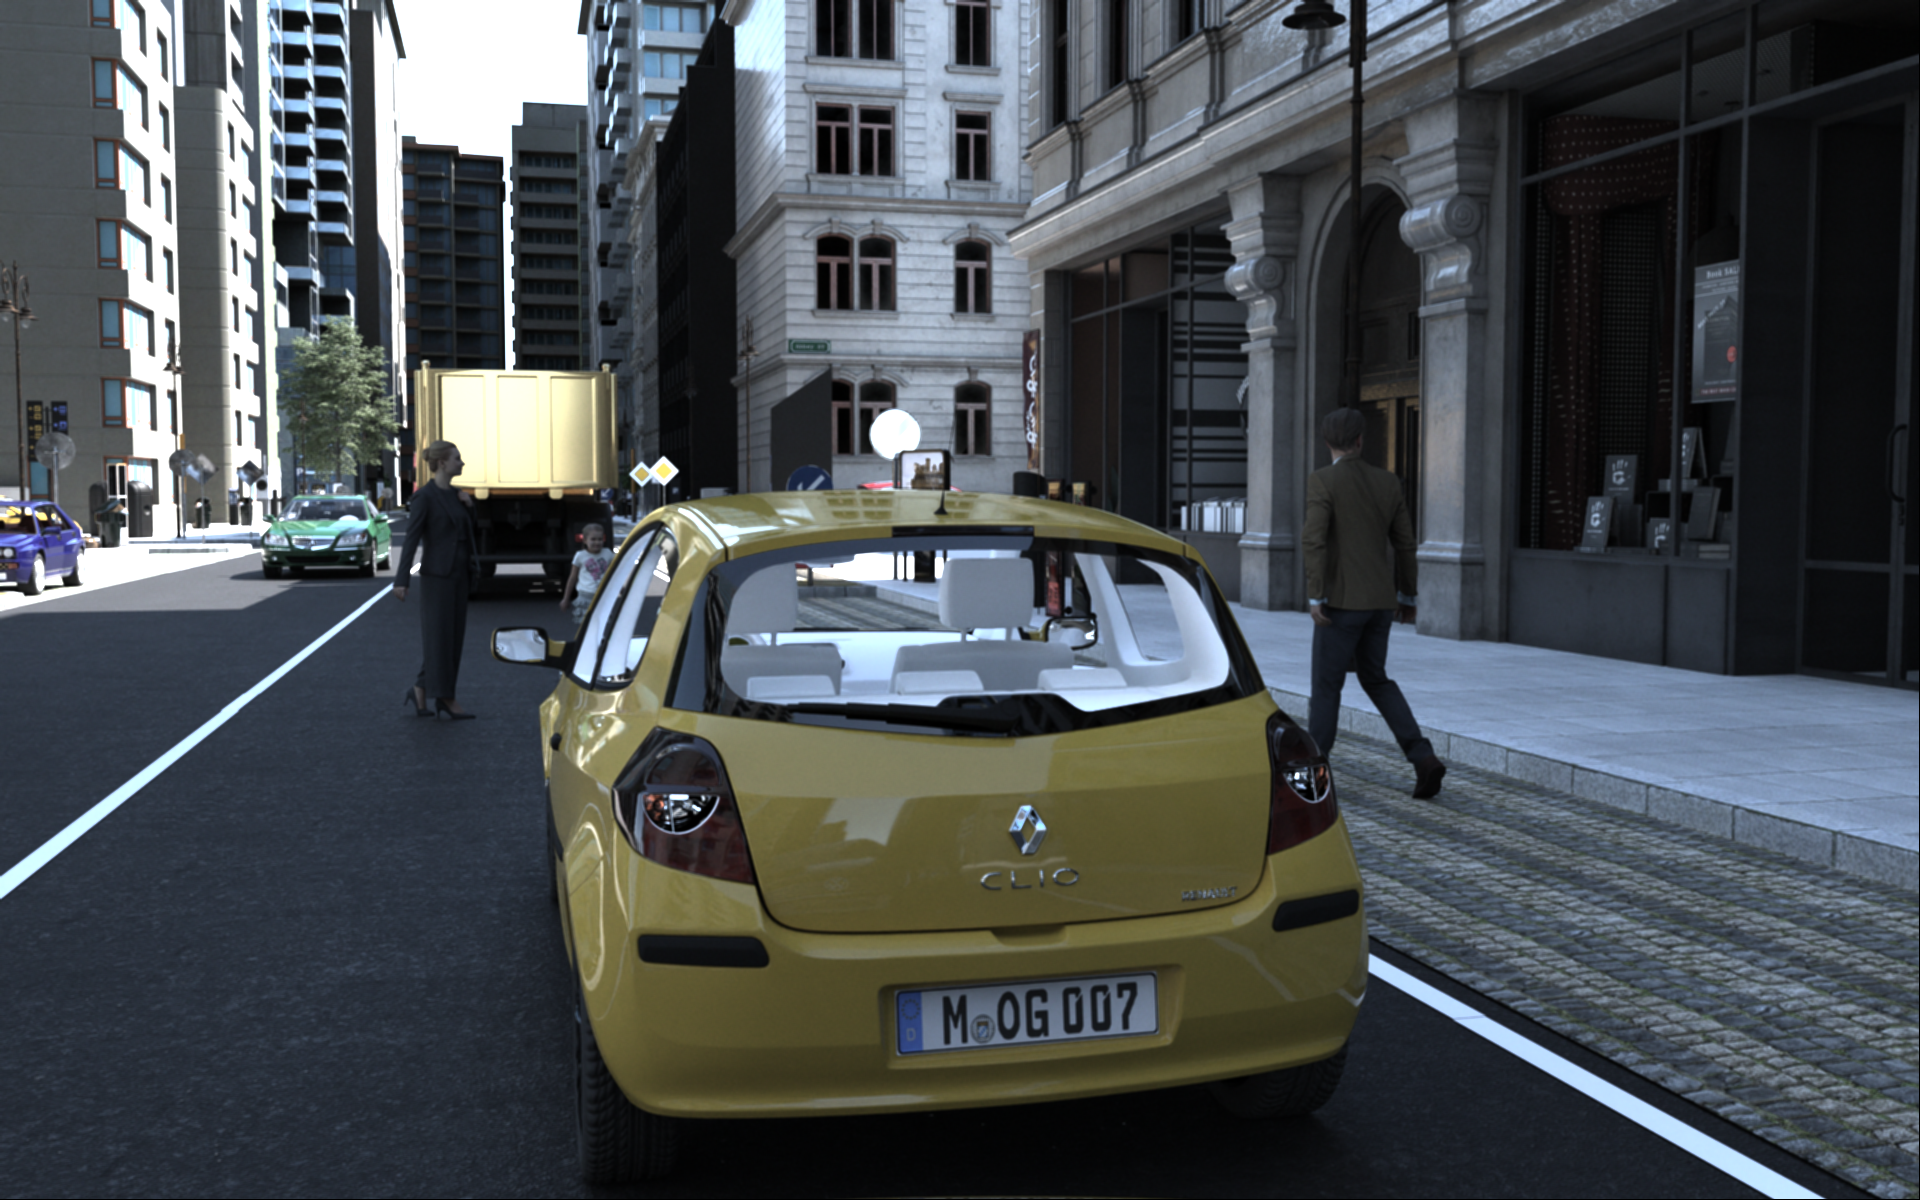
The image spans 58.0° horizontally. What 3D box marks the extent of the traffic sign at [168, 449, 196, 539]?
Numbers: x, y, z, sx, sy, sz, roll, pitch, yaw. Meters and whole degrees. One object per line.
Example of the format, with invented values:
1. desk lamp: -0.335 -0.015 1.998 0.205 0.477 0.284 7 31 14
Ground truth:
1. traffic sign: -22.124 -3.010 49.313 0.768 2.556 0.104 -1 4 -9

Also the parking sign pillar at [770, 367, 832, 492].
1. parking sign pillar: -3.395 -2.968 36.994 1.447 3.967 1.447 -1 4 -10

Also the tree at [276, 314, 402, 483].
1. tree: -39.266 -11.691 109.268 7.486 12.596 7.792 0 3 0

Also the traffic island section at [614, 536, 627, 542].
1. traffic island section: -9.745 -1.896 53.282 2.009 0.180 2.903 -1 4 -14

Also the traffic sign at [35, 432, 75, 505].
1. traffic sign: -18.601 -2.173 35.634 0.768 2.556 0.104 -1 4 -13

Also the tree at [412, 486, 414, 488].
1. tree: -57.336 -11.612 184.463 1.663 3.219 1.824 0 3 0

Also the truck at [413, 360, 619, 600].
1. truck: -6.928 -1.908 27.115 3.469 3.379 9.791 -1 4 -14

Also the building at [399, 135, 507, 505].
1. building: -70.480 -34.166 213.231 28.867 44.769 22.147 -1 4 -14

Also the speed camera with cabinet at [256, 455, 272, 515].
1. speed camera with cabinet: -36.053 -5.725 87.935 2.038 3.252 0.660 0 4 -3

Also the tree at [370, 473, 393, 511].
1. tree: -45.277 -8.621 135.553 1.663 3.219 1.824 0 3 0

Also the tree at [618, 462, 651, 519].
1. tree: -16.987 -5.873 90.628 1.663 3.219 1.824 0 3 0

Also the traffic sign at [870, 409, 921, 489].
1. traffic sign: -0.966 -1.579 25.918 0.768 2.556 0.104 0 4 -7

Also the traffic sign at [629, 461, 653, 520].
1. traffic sign: -9.766 -3.031 53.199 0.795 2.450 0.064 -1 4 -14

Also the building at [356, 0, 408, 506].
1. building: -71.356 -35.971 177.358 27.495 52.752 28.713 -1 4 -14

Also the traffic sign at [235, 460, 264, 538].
1. traffic sign: -20.659 -2.861 50.416 0.795 2.450 0.064 -1 4 -14

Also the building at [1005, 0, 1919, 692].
1. building: 5.628 -10.756 26.770 10.553 20.767 40.483 -1 4 -14

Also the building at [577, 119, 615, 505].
1. building: -35.459 -31.200 193.706 14.154 41.232 14.086 -1 4 -14

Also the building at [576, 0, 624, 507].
1. building: -23.163 -35.801 174.578 28.713 52.752 27.495 -1 4 -14

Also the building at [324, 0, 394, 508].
1. building: -59.491 -31.009 157.100 14.600 45.320 14.200 -1 4 -14

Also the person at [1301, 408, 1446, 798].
1. person: 1.895 0.016 8.146 0.836 1.842 0.656 2 4 31

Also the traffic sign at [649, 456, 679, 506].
1. traffic sign: -7.768 -2.558 45.467 0.795 2.450 0.064 -1 4 -14

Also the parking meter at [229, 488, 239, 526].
1. parking meter: -29.370 -3.771 70.062 0.372 1.533 0.369 0 3 0

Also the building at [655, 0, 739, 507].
1. building: -7.021 -15.275 79.419 12.332 23.373 15.834 -1 4 -14

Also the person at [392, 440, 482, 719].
1. person: -3.350 -0.130 11.050 0.534 1.772 0.576 0 4 -2

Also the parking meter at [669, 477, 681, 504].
1. parking meter: -9.891 -3.327 60.104 0.399 1.863 0.255 -1 4 -13

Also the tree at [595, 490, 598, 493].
1. tree: -29.166 -8.713 137.052 1.663 3.219 1.824 0 3 0

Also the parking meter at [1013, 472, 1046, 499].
1. parking meter: 0.789 -0.691 19.708 0.372 1.533 0.369 0 3 0

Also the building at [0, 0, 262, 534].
1. building: -43.377 -13.473 65.315 27.650 21.520 28.899 -1 4 -14

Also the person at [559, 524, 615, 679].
1. person: -2.751 0.028 13.063 0.505 1.210 0.382 -3 4 -36

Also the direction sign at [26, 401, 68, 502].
1. direction sign: -22.189 -3.070 42.191 0.876 3.537 0.379 -2 4 -25

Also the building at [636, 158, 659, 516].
1. building: -12.272 -15.093 95.929 9.793 20.994 18.267 -1 4 -14

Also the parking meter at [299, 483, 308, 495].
1. parking meter: -33.741 -5.098 89.062 0.255 1.863 0.399 2 4 26

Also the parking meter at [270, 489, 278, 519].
1. parking meter: -35.848 -5.020 90.486 0.372 1.533 0.369 0 3 0

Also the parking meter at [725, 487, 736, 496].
1. parking meter: -7.883 -3.118 59.398 0.372 1.533 0.369 0 3 0

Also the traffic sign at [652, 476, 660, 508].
1. traffic sign: -11.948 -4.079 68.821 0.606 2.300 0.079 -1 4 -13

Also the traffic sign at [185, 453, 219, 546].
1. traffic sign: -18.661 -2.388 42.684 0.795 2.450 0.064 -1 4 -14

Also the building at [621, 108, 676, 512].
1. building: -15.014 -20.138 116.650 14.401 28.519 23.554 -1 4 -14

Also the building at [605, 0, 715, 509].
1. building: -18.038 -32.204 146.143 23.786 49.044 30.456 -1 4 -14

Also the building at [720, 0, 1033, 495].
1. building: 3.605 -16.887 63.491 23.554 28.519 14.401 -1 4 -14

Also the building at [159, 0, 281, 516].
1. building: -46.047 -25.156 94.895 14.154 41.232 14.086 -1 4 -14

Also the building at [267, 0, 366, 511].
1. building: -57.815 -50.172 132.978 22.319 86.520 31.000 -1 4 -14

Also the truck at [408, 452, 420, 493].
1. truck: -29.686 -6.719 98.763 2.839 4.237 11.283 -1 4 -14

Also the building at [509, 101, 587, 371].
1. building: -45.661 -36.420 219.167 21.600 48.544 21.300 -1 4 -14
